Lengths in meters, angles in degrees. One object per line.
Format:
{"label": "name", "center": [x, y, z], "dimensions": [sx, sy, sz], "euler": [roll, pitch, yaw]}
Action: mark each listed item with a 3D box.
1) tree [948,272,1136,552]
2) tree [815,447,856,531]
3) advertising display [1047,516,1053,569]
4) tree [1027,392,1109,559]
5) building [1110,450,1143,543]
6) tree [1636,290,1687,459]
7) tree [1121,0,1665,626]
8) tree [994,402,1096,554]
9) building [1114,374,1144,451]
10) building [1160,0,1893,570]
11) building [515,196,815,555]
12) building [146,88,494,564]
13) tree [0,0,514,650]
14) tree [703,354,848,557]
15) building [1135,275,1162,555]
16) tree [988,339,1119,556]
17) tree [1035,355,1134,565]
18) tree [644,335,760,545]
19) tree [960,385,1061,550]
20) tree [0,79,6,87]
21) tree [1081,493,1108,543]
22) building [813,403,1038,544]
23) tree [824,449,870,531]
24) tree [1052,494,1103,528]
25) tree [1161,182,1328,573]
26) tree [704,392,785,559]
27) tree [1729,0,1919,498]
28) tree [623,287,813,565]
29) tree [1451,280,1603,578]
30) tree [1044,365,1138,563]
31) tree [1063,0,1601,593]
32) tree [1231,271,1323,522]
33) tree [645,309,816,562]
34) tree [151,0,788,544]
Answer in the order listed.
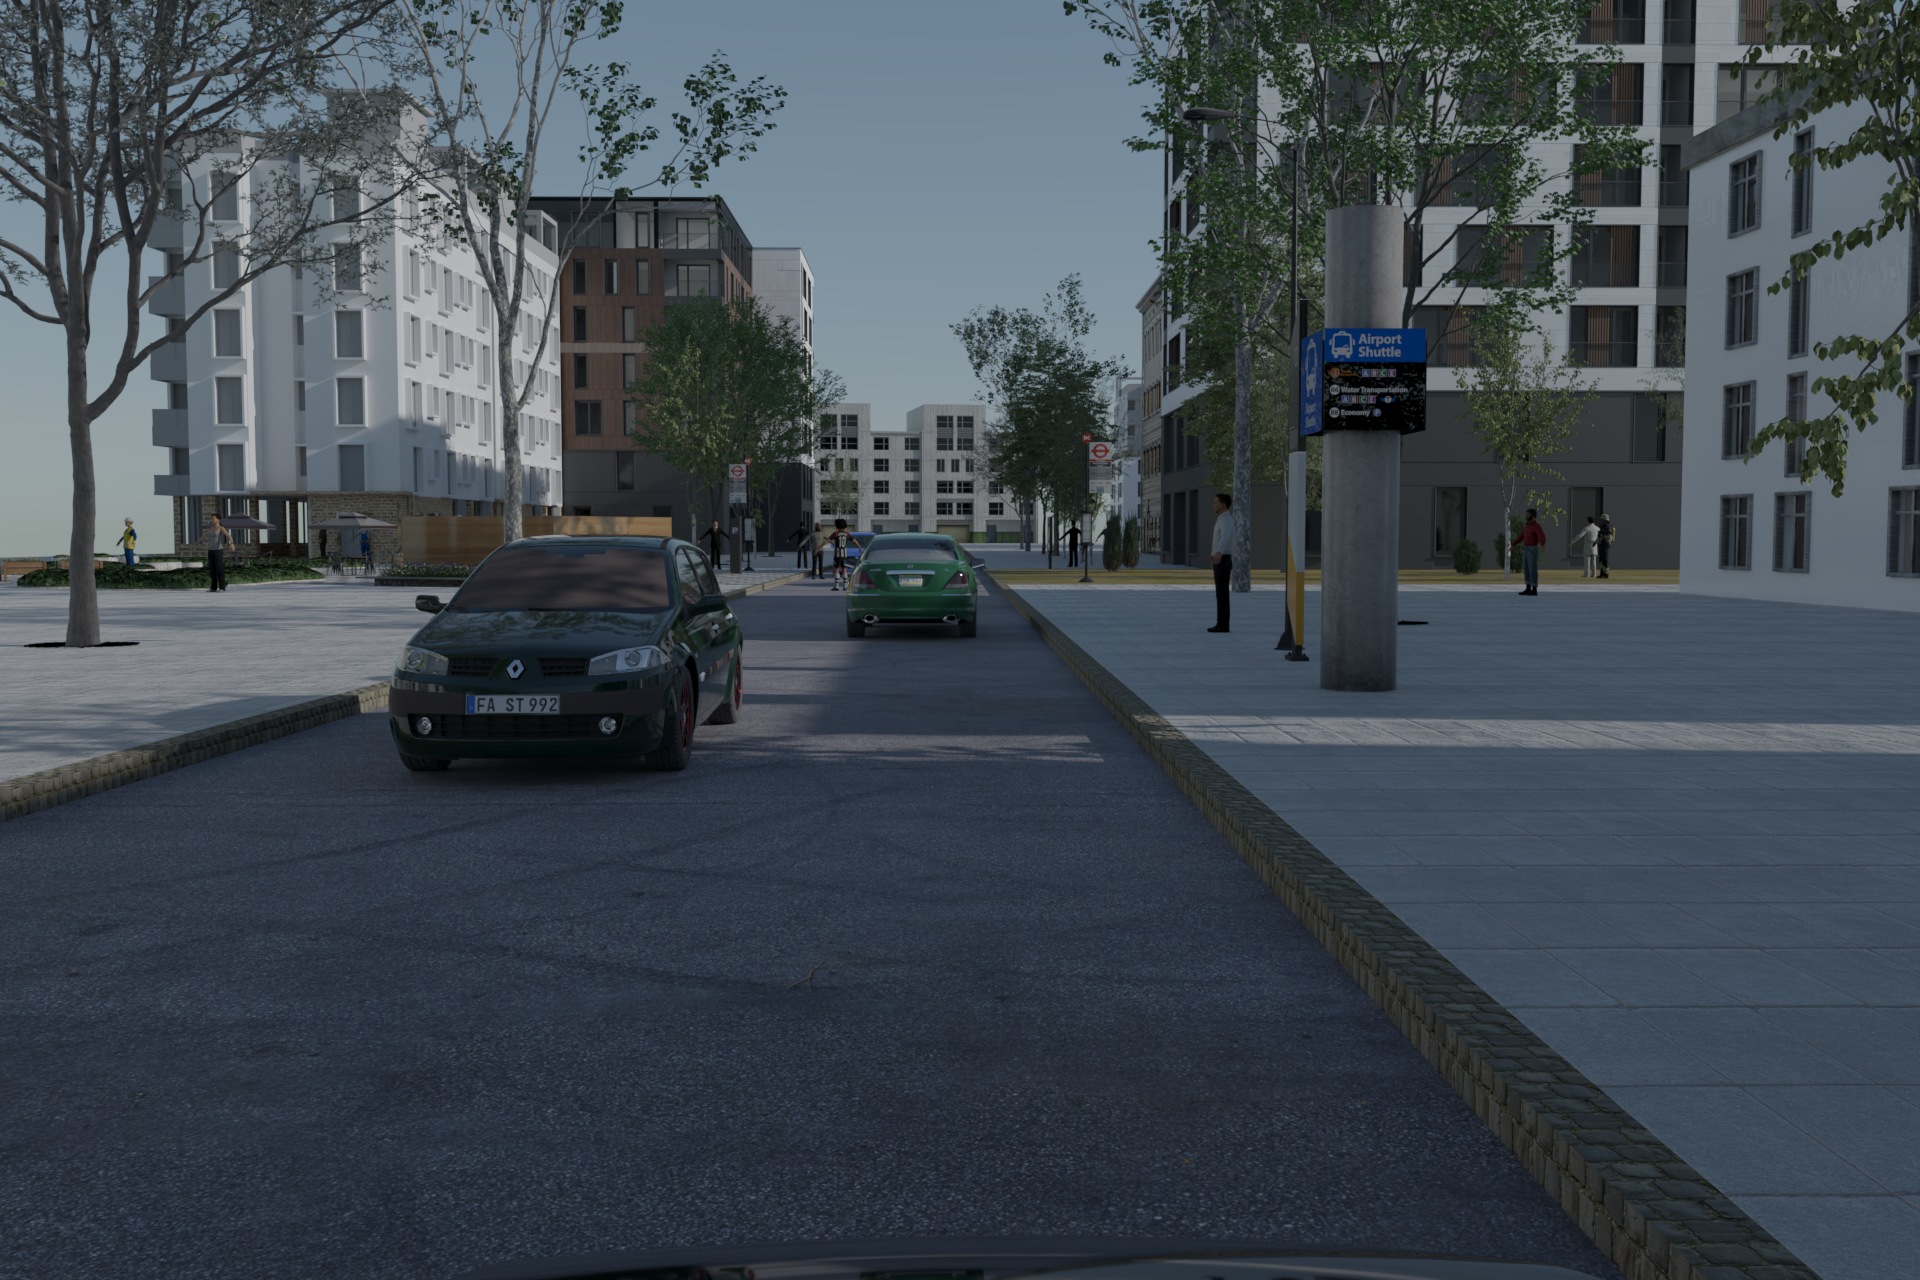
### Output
{"label": "tree", "center": [5.885, -16.501, 125.674], "dimensions": [12.611, 20.169, 13.585], "euler": [0, 3, 0]}
{"label": "tree", "center": [-10.025, -11.809, 143.446], "dimensions": [4.360, 8.622, 3.978], "euler": [0, 3, 0]}
{"label": "advertising display", "center": [3.307, -3.573, 63.638], "dimensions": [0.123, 1.923, 0.974], "euler": [0, 4, -2]}
{"label": "tree", "center": [5.146, -8.488, 89.144], "dimensions": [4.360, 8.622, 3.978], "euler": [0, 3, 0]}
{"label": "building", "center": [20.816, -14.178, 173.963], "dimensions": [9.099, 9.664, 28.070], "euler": [0, 4, 0]}
{"label": "tree", "center": [22.497, -6.279, 53.026], "dimensions": [4.360, 8.622, 3.978], "euler": [0, 3, 0]}
{"label": "tree", "center": [6.063, -6.041, 24.519], "dimensions": [9.928, 11.665, 9.643], "euler": [0, 3, 0]}
{"label": "tree", "center": [5.672, -10.805, 111.070], "dimensions": [7.601, 10.594, 8.767], "euler": [-2, 4, -32]}
{"label": "building", "center": [23.436, -21.324, 205.070], "dimensions": [16.016, 20.090, 11.380], "euler": [0, 4, 0]}
{"label": "building", "center": [22.687, -14.305, 77.861], "dimensions": [27.936, 21.610, 32.646], "euler": [0, 4, -1]}
{"label": "building", "center": [-25.224, -16.966, 121.374], "dimensions": [27.936, 21.610, 32.646], "euler": [0, 4, -1]}
{"label": "building", "center": [-28.599, -13.369, 75.004], "dimensions": [16.016, 20.090, 11.380], "euler": [0, 4, 0]}
{"label": "tree", "center": [-9.883, -6.672, 19.449], "dimensions": [12.009, 13.543, 11.850], "euler": [0, 3, 0]}
{"label": "tree", "center": [-10.426, -10.468, 96.911], "dimensions": [9.928, 11.665, 9.643], "euler": [0, 3, 0]}
{"label": "building", "center": [21.343, -16.822, 105.968], "dimensions": [19.493, 23.208, 18.063], "euler": [0, 3, 0]}
{"label": "tree", "center": [5.537, -11.223, 101.618], "dimensions": [7.486, 12.596, 7.792], "euler": [0, 3, 0]}
{"label": "tree", "center": [5.481, -7.376, 70.960], "dimensions": [4.360, 8.622, 3.978], "euler": [0, 3, 0]}
{"label": "tree", "center": [-9.810, -7.023, 65.195], "dimensions": [4.737, 8.622, 4.395], "euler": [0, 3, 0]}
{"label": "tree", "center": [5.008, -14.196, 142.473], "dimensions": [12.009, 13.543, 11.850], "euler": [0, 3, 0]}
{"label": "tree", "center": [-9.348, -5.538, 8.671], "dimensions": [7.486, 12.596, 7.792], "euler": [0, 3, 0]}
{"label": "tree", "center": [18.061, -17.447, 235.619], "dimensions": [4.737, 8.622, 4.395], "euler": [0, 3, 0]}
{"label": "building", "center": [-6.262, -22.810, 241.856], "dimensions": [31.486, 18.905, 16.747], "euler": [-1, 4, -10]}
{"label": "tree", "center": [-10.067, -12.174, 149.404], "dimensions": [4.360, 8.622, 3.978], "euler": [0, 3, 0]}
{"label": "tree", "center": [16.331, -19.829, 242.336], "dimensions": [7.486, 12.596, 7.792], "euler": [0, 3, 0]}
{"label": "tree", "center": [10.366, -8.476, 56.712], "dimensions": [7.486, 12.596, 7.792], "euler": [0, 3, 0]}
{"label": "tree", "center": [-10.629, -8.405, 87.786], "dimensions": [4.737, 8.622, 4.395], "euler": [0, 3, 0]}
{"label": "tree", "center": [6.084, -3.636, 9.819], "dimensions": [4.737, 8.622, 4.395], "euler": [0, 3, 0]}
{"label": "tree", "center": [-10.134, -8.934, 71.833], "dimensions": [9.928, 11.665, 9.643], "euler": [0, 3, 0]}
{"label": "tree", "center": [15.971, -6.091, 49.954], "dimensions": [4.737, 8.622, 4.395], "euler": [0, 3, 0]}
{"label": "tree", "center": [5.128, -7.703, 76.301], "dimensions": [4.360, 8.622, 3.978], "euler": [0, 3, 0]}
{"label": "tree", "center": [7.366, -11.051, 36.581], "dimensions": [12.611, 20.169, 13.585], "euler": [0, 3, 0]}
{"label": "tree", "center": [9.269, -6.027, 48.904], "dimensions": [4.360, 8.622, 3.978], "euler": [0, 3, 0]}
{"label": "tree", "center": [-10.373, -9.436, 80.041], "dimensions": [9.928, 11.665, 9.643], "euler": [0, 3, 0]}
{"label": "tree", "center": [-9.861, -11.023, 36.118], "dimensions": [12.611, 20.169, 13.585], "euler": [0, 3, 0]}
